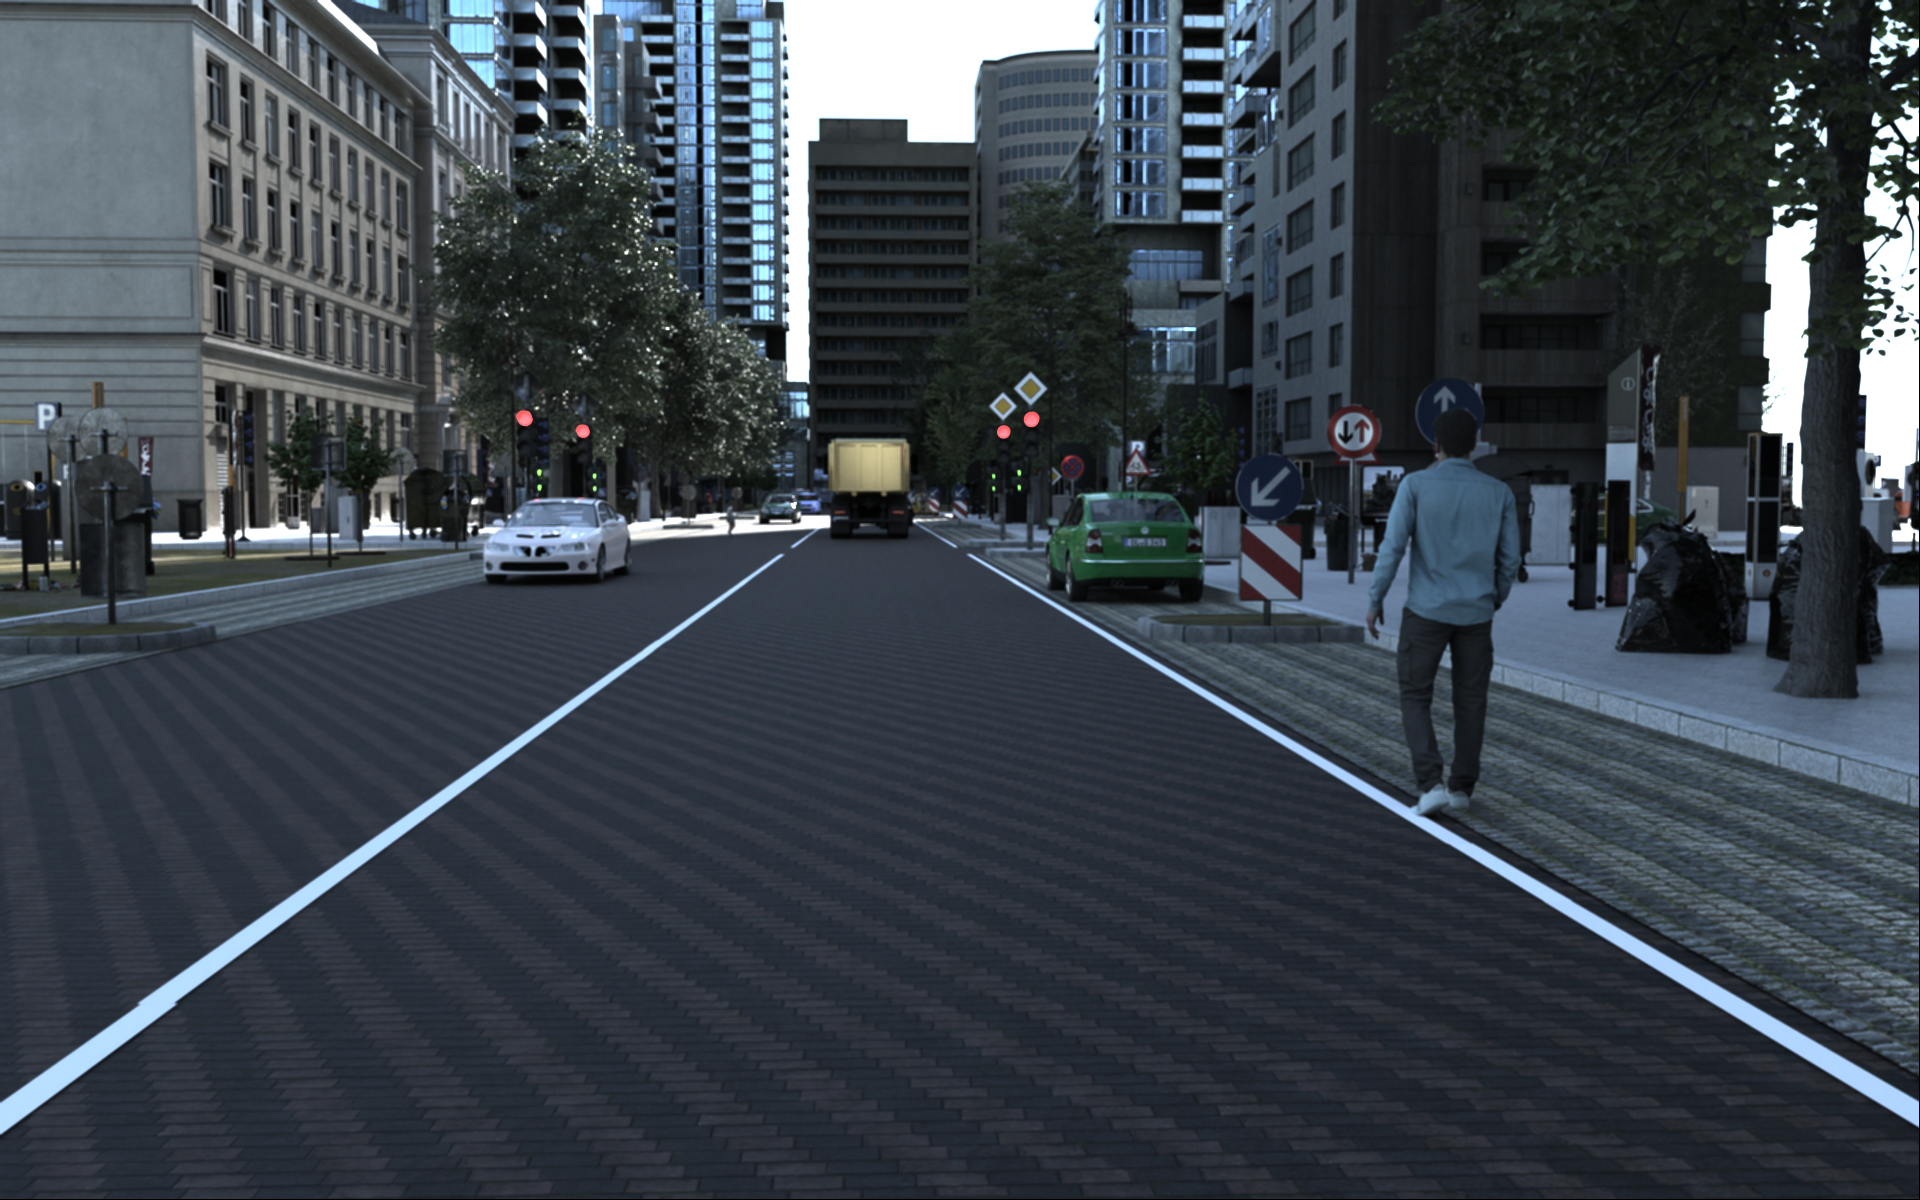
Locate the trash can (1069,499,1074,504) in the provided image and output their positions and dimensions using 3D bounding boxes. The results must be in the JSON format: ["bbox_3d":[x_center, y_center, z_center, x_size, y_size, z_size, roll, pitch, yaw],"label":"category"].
[{"bbox_3d":[3.602,-2.431,51.402,0.748,1.137,0.748,0,3,0],"label":"trash can"}]

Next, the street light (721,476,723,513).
[{"bbox_3d":[-15.920,-8.730,115.522,0.468,5.910,1.993,0,4,-3],"label":"street light"}]

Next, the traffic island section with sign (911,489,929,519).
[{"bbox_3d":[-1.647,-5.612,100.380,1.989,1.847,2.006,0,4,-3],"label":"traffic island section with sign"}]

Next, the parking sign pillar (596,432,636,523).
[{"bbox_3d":[-14.956,-5.353,75.991,1.447,3.967,1.447,3,4,36],"label":"parking sign pillar"}]

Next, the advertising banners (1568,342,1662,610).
[{"bbox_3d":[7.474,-1.436,19.672,2.074,3.025,0.090,-3,5,-43],"label":"advertising banners"}]

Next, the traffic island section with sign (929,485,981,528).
[{"bbox_3d":[-0.153,-3.939,73.032,1.989,1.847,2.006,0,4,-3],"label":"traffic island section with sign"}]

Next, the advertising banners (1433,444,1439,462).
[{"bbox_3d":[15.083,-3.402,51.813,2.074,3.025,0.090,3,4,37],"label":"advertising banners"}]

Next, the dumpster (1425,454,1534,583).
[{"bbox_3d":[7.660,-1.224,25.774,1.264,1.857,1.865,0,4,-3],"label":"dumpster"}]

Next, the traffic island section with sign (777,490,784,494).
[{"bbox_3d":[-15.434,-8.619,149.546,1.989,1.847,2.006,0,4,-3],"label":"traffic island section with sign"}]

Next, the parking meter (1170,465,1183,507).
[{"bbox_3d":[4.363,-1.788,34.951,0.255,1.863,0.399,1,4,10],"label":"parking meter"}]

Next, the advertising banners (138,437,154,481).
[{"bbox_3d":[-25.703,-3.493,53.305,2.074,3.025,0.090,1,4,11],"label":"advertising banners"}]

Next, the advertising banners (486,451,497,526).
[{"bbox_3d":[-19.632,-4.521,70.111,2.074,3.025,0.090,1,4,12],"label":"advertising banners"}]

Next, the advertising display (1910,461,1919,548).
[{"bbox_3d":[18.979,-1.735,33.588,0.974,1.923,0.123,1,4,8],"label":"advertising display"}]

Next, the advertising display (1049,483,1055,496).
[{"bbox_3d":[4.088,-4.538,79.404,0.123,1.923,0.974,-2,4,-26],"label":"advertising display"}]

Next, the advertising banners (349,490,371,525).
[{"bbox_3d":[-24.625,-4.498,69.737,0.090,3.025,2.074,2,4,33],"label":"advertising banners"}]

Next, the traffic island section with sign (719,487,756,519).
[{"bbox_3d":[-12.695,-5.521,98.902,1.989,1.847,2.006,0,4,-3],"label":"traffic island section with sign"}]

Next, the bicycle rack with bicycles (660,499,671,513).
[{"bbox_3d":[-20.247,-6.461,119.018,2.852,0.926,2.925,3,5,42],"label":"bicycle rack with bicycles"}]

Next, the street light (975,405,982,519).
[{"bbox_3d":[1.022,-7.077,88.503,0.468,5.910,1.993,0,4,-3],"label":"street light"}]

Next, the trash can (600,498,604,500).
[{"bbox_3d":[-13.166,-3.095,62.261,0.748,1.137,0.748,0,3,0],"label":"trash can"}]

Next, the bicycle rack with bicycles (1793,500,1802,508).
[{"bbox_3d":[54.771,-6.026,111.906,2.925,0.926,2.852,-3,5,-39],"label":"bicycle rack with bicycles"}]

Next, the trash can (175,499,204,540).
[{"bbox_3d":[-21.709,-2.275,48.850,0.748,1.137,0.748,0,3,0],"label":"trash can"}]

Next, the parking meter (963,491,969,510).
[{"bbox_3d":[0.411,-6.373,112.607,0.372,1.533,0.369,0,3,0],"label":"parking meter"}]

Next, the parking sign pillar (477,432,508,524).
[{"bbox_3d":[-20.347,-5.308,75.256,1.447,3.967,1.447,2,4,25],"label":"parking sign pillar"}]

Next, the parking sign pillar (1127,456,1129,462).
[{"bbox_3d":[11.400,-7.671,113.891,1.447,3.967,1.447,0,4,3],"label":"parking sign pillar"}]

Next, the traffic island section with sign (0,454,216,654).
[{"bbox_3d":[-8.225,-0.471,16.336,1.989,1.847,2.006,0,4,-3],"label":"traffic island section with sign"}]

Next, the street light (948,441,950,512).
[{"bbox_3d":[-0.768,-9.158,122.516,0.468,5.910,1.993,0,4,-3],"label":"street light"}]

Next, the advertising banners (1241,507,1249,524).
[{"bbox_3d":[10.183,-4.256,65.780,2.074,3.025,0.090,-2,4,-33],"label":"advertising banners"}]

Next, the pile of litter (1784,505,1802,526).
[{"bbox_3d":[33.676,-3.386,69.322,1.176,0.858,1.719,1,4,9],"label":"pile of litter"}]

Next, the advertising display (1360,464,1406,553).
[{"bbox_3d":[9.215,-1.991,37.765,0.974,1.923,0.123,0,4,-1],"label":"advertising display"}]

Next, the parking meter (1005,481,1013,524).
[{"bbox_3d":[2.083,-4.240,75.032,0.399,1.863,0.255,3,5,41],"label":"parking meter"}]

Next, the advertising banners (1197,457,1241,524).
[{"bbox_3d":[7.657,-3.425,52.189,0.090,3.025,2.074,-2,4,-31],"label":"advertising banners"}]

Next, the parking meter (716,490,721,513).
[{"bbox_3d":[-16.662,-6.804,119.650,0.372,1.533,0.369,0,3,0],"label":"parking meter"}]

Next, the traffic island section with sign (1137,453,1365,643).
[{"bbox_3d":[2.846,-0.543,17.503,1.989,1.847,2.006,0,4,-3],"label":"traffic island section with sign"}]

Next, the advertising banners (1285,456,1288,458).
[{"bbox_3d":[14.559,-4.777,74.286,2.074,3.025,0.090,1,4,17],"label":"advertising banners"}]

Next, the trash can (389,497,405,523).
[{"bbox_3d":[-25.224,-4.041,77.722,0.748,1.137,0.748,0,3,0],"label":"trash can"}]

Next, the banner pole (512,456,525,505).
[{"bbox_3d":[-21.580,-5.772,84.391,0.863,3.779,0.401,-2,4,-32],"label":"banner pole"}]

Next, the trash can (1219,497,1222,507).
[{"bbox_3d":[11.983,-4.146,79.438,0.748,1.137,0.748,0,3,0],"label":"trash can"}]

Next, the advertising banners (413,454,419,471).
[{"bbox_3d":[-23.403,-4.886,76.081,0.090,3.025,2.074,1,4,23],"label":"advertising banners"}]

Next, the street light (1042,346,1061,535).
[{"bbox_3d":[2.852,-4.986,54.313,0.468,5.910,1.993,0,4,-3],"label":"street light"}]

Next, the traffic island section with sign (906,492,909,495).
[{"bbox_3d":[-5.764,-10.274,176.607,1.989,1.847,2.006,0,4,-3],"label":"traffic island section with sign"}]

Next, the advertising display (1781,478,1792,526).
[{"bbox_3d":[32.496,-3.888,68.779,0.974,1.923,0.123,3,5,42],"label":"advertising display"}]

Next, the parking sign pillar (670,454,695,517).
[{"bbox_3d":[-15.765,-6.728,98.469,1.447,3.967,1.447,1,4,19],"label":"parking sign pillar"}]

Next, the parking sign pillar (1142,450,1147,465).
[{"bbox_3d":[10.589,-6.532,95.275,1.447,3.967,1.447,1,4,21],"label":"parking sign pillar"}]

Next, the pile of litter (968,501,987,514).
[{"bbox_3d":[0.984,-5.969,111.550,1.719,0.858,1.176,0,4,-1],"label":"pile of litter"}]

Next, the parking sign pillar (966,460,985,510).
[{"bbox_3d":[1.104,-8.019,119.577,1.447,3.967,1.447,1,4,21],"label":"parking sign pillar"}]

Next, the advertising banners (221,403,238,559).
[{"bbox_3d":[-14.487,-2.335,34.368,0.090,3.025,2.074,-2,4,-30],"label":"advertising banners"}]

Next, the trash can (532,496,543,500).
[{"bbox_3d":[-28.285,-6.366,115.735,0.748,1.137,0.748,0,3,0],"label":"trash can"}]

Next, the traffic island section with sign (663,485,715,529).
[{"bbox_3d":[-11.222,-3.867,71.846,1.989,1.847,2.006,0,4,-3],"label":"traffic island section with sign"}]

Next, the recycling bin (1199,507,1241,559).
[{"bbox_3d":[5.186,-1.351,34.636,0.722,1.027,0.722,0,4,-2],"label":"recycling bin"}]
